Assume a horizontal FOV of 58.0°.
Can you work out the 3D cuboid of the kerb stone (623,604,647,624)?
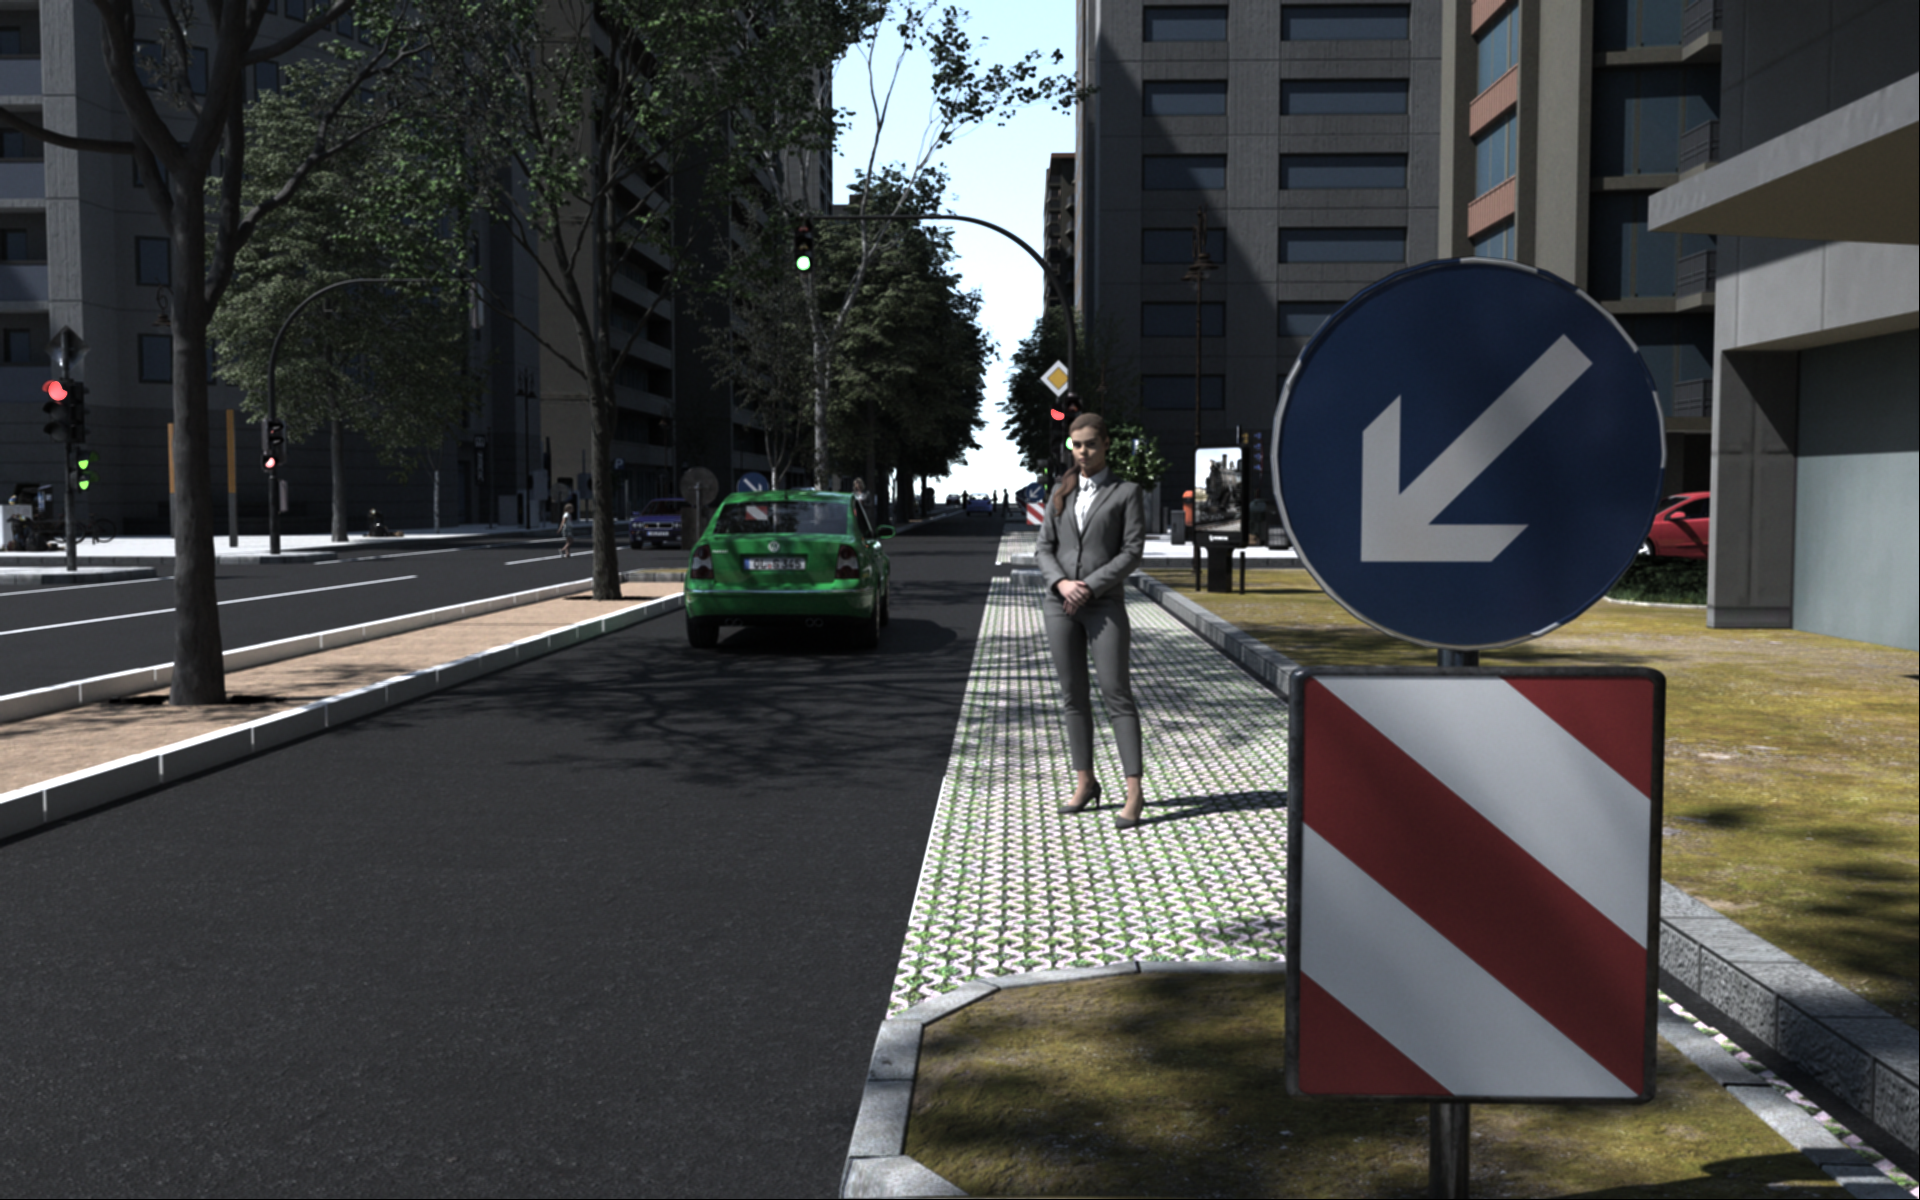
[{"bbox_3d":[-3.682,0.176,19.326,0.120,0.150,1.000,0,4,2],"label":"kerb stone"}]

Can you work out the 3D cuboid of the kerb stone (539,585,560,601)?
[{"bbox_3d":[-5.655,-0.079,23.488,0.120,0.150,1.000,0,4,2],"label":"kerb stone"}]

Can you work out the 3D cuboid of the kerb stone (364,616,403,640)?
[{"bbox_3d":[-5.835,0.297,17.341,0.120,0.150,1.000,0,4,2],"label":"kerb stone"}]

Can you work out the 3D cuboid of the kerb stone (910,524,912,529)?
[{"bbox_3d":[-2.150,-2.924,70.061,0.120,0.150,1.000,0,4,2],"label":"kerb stone"}]

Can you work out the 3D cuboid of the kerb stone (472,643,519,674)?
[{"bbox_3d":[-3.835,0.491,14.194,0.120,0.150,1.000,0,4,2],"label":"kerb stone"}]

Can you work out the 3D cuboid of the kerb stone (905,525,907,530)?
[{"bbox_3d":[-2.245,-2.736,66.983,0.120,0.150,1.000,0,4,2],"label":"kerb stone"}]

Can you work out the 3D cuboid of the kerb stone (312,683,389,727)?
[{"bbox_3d":[-3.924,0.681,11.120,0.120,0.150,1.000,0,4,2],"label":"kerb stone"}]

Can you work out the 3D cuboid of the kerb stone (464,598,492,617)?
[{"bbox_3d":[-5.749,0.109,20.406,0.120,0.150,1.000,0,4,2],"label":"kerb stone"}]

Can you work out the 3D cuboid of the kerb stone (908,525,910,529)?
[{"bbox_3d":[-2.191,-2.865,69.040,0.120,0.150,1.000,0,4,2],"label":"kerb stone"}]

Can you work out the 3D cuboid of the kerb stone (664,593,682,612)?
[{"bbox_3d":[-3.618,0.050,21.373,0.120,0.150,1.000,0,4,2],"label":"kerb stone"}]

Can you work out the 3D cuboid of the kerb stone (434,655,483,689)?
[{"bbox_3d":[-3.862,0.558,13.168,0.120,0.150,1.000,0,4,2],"label":"kerb stone"}]

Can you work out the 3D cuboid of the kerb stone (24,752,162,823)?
[{"bbox_3d":[-4.020,0.868,8.037,0.120,0.150,1.000,0,4,2],"label":"kerb stone"}]

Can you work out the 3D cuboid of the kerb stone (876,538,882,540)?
[{"bbox_3d":[-2.557,-2.111,56.711,0.120,0.150,1.000,0,4,2],"label":"kerb stone"}]

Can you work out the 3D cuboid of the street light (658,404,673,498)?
[{"bbox_3d":[-15.085,-7.100,88.865,0.468,5.910,1.993,0,4,2],"label":"street light"}]

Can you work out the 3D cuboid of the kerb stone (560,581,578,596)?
[{"bbox_3d":[-5.621,-0.141,24.510,0.120,0.150,1.000,0,4,2],"label":"kerb stone"}]

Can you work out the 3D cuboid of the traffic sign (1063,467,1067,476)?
[{"bbox_3d":[5.027,-4.789,78.404,0.768,2.556,0.104,0,4,6],"label":"traffic sign"}]

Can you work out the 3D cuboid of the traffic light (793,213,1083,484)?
[{"bbox_3d":[-0.293,-3.276,28.224,4.771,5.953,1.251,0,4,2],"label":"traffic light"}]

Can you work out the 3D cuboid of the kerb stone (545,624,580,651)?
[{"bbox_3d":[-3.774,0.364,16.241,0.120,0.150,1.000,0,4,2],"label":"kerb stone"}]

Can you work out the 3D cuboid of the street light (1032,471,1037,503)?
[{"bbox_3d":[9.661,-15.059,218.995,0.468,5.910,1.993,0,4,2],"label":"street light"}]

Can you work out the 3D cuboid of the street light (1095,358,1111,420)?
[{"bbox_3d":[4.850,-5.267,58.899,0.468,5.910,1.993,0,4,2],"label":"street light"}]

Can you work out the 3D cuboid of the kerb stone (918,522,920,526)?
[{"bbox_3d":[-1.970,-3.303,76.199,0.120,0.150,1.000,0,4,2],"label":"kerb stone"}]

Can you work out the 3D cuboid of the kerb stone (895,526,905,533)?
[{"bbox_3d":[-2.274,-2.675,65.961,0.120,0.150,1.000,0,4,2],"label":"kerb stone"}]

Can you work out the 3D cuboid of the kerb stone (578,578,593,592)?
[{"bbox_3d":[-5.603,-0.197,25.532,0.120,0.150,1.000,0,4,2],"label":"kerb stone"}]

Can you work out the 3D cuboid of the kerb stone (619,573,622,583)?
[{"bbox_3d":[-5.526,-0.330,27.595,0.120,0.150,1.000,0,4,2],"label":"kerb stone"}]

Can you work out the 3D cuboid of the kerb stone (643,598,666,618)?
[{"bbox_3d":[-3.648,0.113,20.347,0.120,0.150,1.000,0,4,2],"label":"kerb stone"}]

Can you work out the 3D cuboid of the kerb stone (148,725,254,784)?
[{"bbox_3d":[-3.985,0.808,9.062,0.120,0.150,1.000,0,4,2],"label":"kerb stone"}]

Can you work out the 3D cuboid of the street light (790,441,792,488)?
[{"bbox_3d":[-13.558,-10.170,139.062,0.468,5.910,1.993,0,4,2],"label":"street light"}]

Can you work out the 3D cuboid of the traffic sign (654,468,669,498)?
[{"bbox_3d":[-14.799,-5.249,85.933,0.768,2.556,0.104,1,4,9],"label":"traffic sign"}]

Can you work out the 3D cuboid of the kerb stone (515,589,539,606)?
[{"bbox_3d":[-5.682,-0.016,22.453,0.120,0.150,1.000,0,4,2],"label":"kerb stone"}]

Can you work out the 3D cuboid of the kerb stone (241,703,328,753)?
[{"bbox_3d":[-3.954,0.748,10.086,0.120,0.150,1.000,0,4,2],"label":"kerb stone"}]

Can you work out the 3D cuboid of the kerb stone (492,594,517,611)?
[{"bbox_3d":[-5.721,0.049,21.429,0.120,0.150,1.000,0,4,2],"label":"kerb stone"}]

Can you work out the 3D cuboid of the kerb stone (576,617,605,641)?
[{"bbox_3d":[-3.746,0.301,17.268,0.120,0.150,1.000,0,4,2],"label":"kerb stone"}]

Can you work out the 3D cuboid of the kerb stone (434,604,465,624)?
[{"bbox_3d":[-5.784,0.172,19.385,0.120,0.150,1.000,0,4,2],"label":"kerb stone"}]

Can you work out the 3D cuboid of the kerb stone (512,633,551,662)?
[{"bbox_3d":[-3.806,0.429,15.217,0.120,0.150,1.000,0,4,2],"label":"kerb stone"}]

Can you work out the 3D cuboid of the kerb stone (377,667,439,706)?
[{"bbox_3d":[-3.897,0.615,12.146,0.120,0.150,1.000,0,4,2],"label":"kerb stone"}]

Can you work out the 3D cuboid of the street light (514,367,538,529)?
[{"bbox_3d":[-15.730,-5.514,62.941,0.468,5.910,1.993,0,4,2],"label":"street light"}]

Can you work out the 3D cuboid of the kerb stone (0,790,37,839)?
[{"bbox_3d":[-4.050,0.930,7.013,0.120,0.150,1.000,0,4,2],"label":"kerb stone"}]

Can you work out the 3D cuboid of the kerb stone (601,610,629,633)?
[{"bbox_3d":[-3.700,0.238,18.299,0.120,0.150,1.000,0,4,2],"label":"kerb stone"}]

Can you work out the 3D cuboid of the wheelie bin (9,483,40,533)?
[{"bbox_3d":[-26.460,-2.530,49.271,0.693,1.594,0.980,3,4,38],"label":"wheelie bin"}]

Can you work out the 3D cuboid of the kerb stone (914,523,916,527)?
[{"bbox_3d":[-2.063,-3.115,73.128,0.120,0.150,1.000,0,4,2],"label":"kerb stone"}]

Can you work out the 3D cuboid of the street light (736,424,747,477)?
[{"bbox_3d":[-14.321,-8.612,113.593,0.468,5.910,1.993,0,4,2],"label":"street light"}]

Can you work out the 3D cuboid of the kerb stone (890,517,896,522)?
[{"bbox_3d":[-3.550,-4.366,93.722,0.120,0.150,1.000,0,4,2],"label":"kerb stone"}]

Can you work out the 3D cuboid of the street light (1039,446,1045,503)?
[{"bbox_3d":[7.865,-11.548,161.594,0.468,5.910,1.993,0,4,2],"label":"street light"}]

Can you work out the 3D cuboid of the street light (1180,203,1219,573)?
[{"bbox_3d":[3.836,-3.369,27.878,0.468,5.910,1.993,0,4,2],"label":"street light"}]

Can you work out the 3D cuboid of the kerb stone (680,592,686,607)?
[{"bbox_3d":[-3.585,-0.012,22.400,0.120,0.150,1.000,0,4,2],"label":"kerb stone"}]

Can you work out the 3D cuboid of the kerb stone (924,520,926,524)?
[{"bbox_3d":[-1.816,-3.618,81.344,0.120,0.150,1.000,0,4,2],"label":"kerb stone"}]

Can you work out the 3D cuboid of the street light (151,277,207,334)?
[{"bbox_3d":[-16.652,-3.932,37.071,0.468,5.910,1.993,0,4,2],"label":"street light"}]

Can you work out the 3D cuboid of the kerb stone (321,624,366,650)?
[{"bbox_3d":[-5.869,0.359,16.319,0.120,0.150,1.000,0,4,2],"label":"kerb stone"}]

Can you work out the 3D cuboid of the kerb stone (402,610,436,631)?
[{"bbox_3d":[-5.812,0.235,18.363,0.120,0.150,1.000,0,4,2],"label":"kerb stone"}]
